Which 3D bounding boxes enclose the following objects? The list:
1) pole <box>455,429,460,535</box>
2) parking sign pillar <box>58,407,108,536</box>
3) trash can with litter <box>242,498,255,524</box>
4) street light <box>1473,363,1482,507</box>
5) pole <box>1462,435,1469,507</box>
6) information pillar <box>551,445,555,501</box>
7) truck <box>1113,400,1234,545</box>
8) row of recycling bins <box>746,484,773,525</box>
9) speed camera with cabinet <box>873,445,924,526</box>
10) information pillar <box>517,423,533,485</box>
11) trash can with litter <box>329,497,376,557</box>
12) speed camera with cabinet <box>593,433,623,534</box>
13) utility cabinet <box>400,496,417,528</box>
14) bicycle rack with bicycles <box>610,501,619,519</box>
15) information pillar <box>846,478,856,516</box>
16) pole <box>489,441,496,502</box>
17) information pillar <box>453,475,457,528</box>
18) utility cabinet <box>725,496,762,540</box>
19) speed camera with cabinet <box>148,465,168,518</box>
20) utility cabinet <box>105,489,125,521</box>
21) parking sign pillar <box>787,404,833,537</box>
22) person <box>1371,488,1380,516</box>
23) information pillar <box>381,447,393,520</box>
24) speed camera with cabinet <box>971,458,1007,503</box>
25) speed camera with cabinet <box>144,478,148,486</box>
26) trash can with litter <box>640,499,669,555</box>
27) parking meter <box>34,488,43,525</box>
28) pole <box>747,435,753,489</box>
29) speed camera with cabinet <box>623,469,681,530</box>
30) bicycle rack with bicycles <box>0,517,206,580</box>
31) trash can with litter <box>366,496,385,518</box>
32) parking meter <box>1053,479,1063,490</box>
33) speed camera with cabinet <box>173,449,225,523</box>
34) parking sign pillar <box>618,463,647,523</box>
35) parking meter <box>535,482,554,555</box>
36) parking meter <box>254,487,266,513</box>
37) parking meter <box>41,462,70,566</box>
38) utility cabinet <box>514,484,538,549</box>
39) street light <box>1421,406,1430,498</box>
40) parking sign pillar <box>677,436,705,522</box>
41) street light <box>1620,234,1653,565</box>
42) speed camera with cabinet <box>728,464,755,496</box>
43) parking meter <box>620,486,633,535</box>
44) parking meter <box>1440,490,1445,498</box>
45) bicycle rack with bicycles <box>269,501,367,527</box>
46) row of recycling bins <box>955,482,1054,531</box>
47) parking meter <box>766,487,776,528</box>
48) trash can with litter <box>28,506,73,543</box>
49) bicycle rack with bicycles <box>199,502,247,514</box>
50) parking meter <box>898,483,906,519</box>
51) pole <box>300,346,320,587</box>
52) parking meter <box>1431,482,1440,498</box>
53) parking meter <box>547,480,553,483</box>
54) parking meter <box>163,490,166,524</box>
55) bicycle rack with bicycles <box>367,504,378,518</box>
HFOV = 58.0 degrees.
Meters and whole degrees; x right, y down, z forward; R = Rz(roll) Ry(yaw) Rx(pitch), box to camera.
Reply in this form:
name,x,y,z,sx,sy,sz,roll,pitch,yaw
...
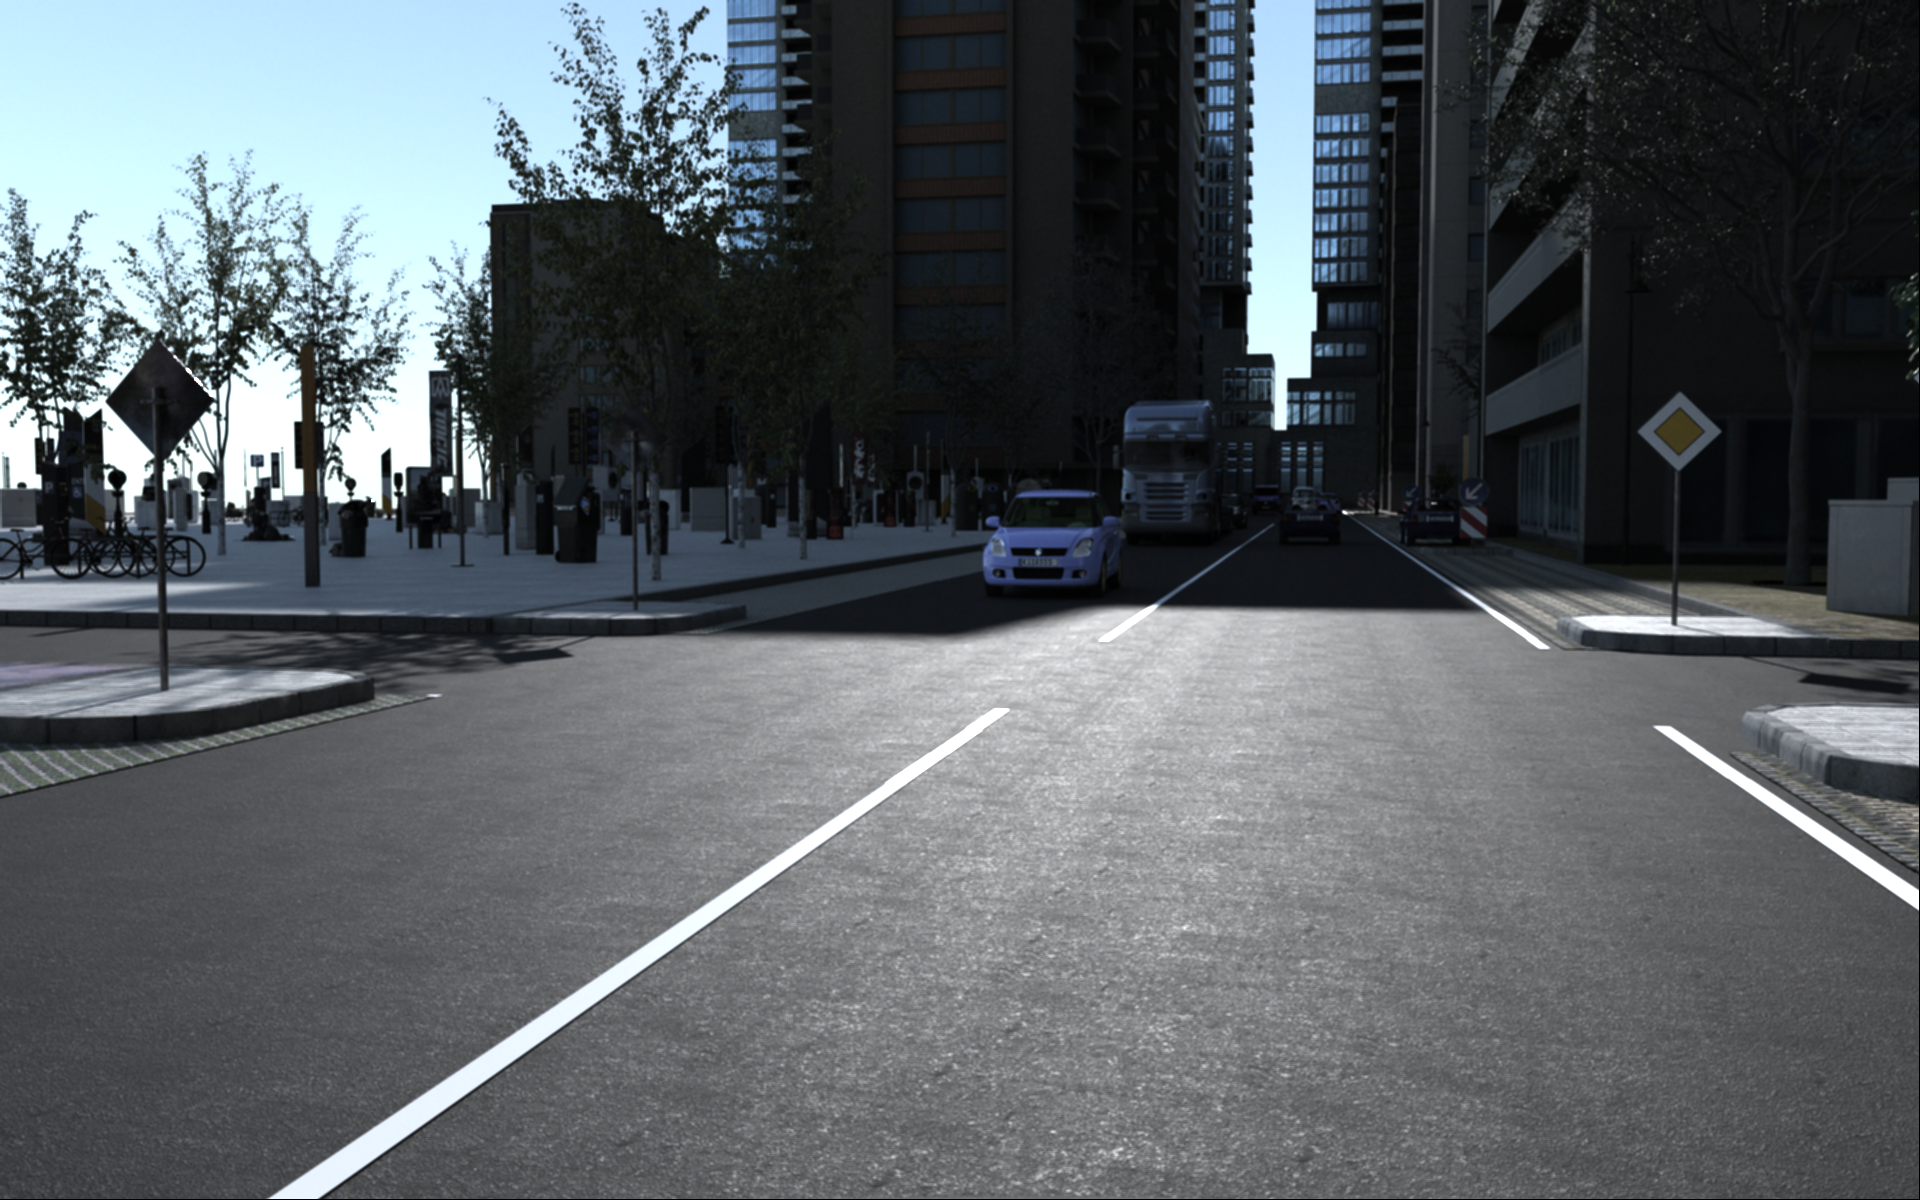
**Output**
name,x,y,z,sx,sy,sz,roll,pitch,yaw
pole,-15.774,-3.712,54.540,0.158,3.312,0.155,0,3,0
parking sign pillar,-26.973,-3.956,53.159,1.447,3.967,1.447,1,4,13
trash can with litter,-30.566,-3.872,74.696,1.055,1.170,0.624,2,4,31
street light,18.087,-5.356,60.358,0.468,5.910,1.993,1,4,12
pole,17.466,-4.036,59.840,0.158,3.312,0.155,0,3,0
information pillar,-19.204,-5.531,81.783,0.183,3.616,0.504,0,4,-2
truck,7.252,-4.028,55.620,2.967,4.110,18.799,1,4,11
row of recycling bins,-8.600,-4.125,74.549,1.069,1.692,3.534,-1,4,-14
speed camera with cabinet,-2.479,-4.627,69.984,2.038,3.252,0.660,0,4,1
information pillar,-14.242,-4.002,56.781,0.504,3.616,0.183,-2,4,-24
trash can with litter,-12.555,-1.467,35.372,1.055,1.170,0.624,3,5,41
speed camera with cabinet,-11.638,-3.728,55.296,0.660,3.252,2.038,1,4,16
utility cabinet,-21.020,-3.359,66.084,0.306,1.237,1.020,1,4,10
bicycle rack with bicycles,-17.555,-4.389,85.139,2.852,0.926,2.925,-1,4,-17
information pillar,-4.968,-4.556,78.985,0.304,2.012,0.304,-3,5,-43
pole,-18.075,-4.473,66.973,0.158,3.312,0.155,0,3,0
information pillar,-19.174,-3.774,66.194,0.304,2.012,0.304,-3,4,-38
utility cabinet,-6.087,-2.310,48.932,0.306,1.237,1.020,3,5,45
speed camera with cabinet,-42.920,-6.108,94.195,2.038,3.252,0.660,1,4,15
utility cabinet,-40.154,-4.479,81.909,1.173,1.500,0.318,0,4,-2
parking sign pillar,-4.510,-3.902,52.263,1.447,3.967,1.447,1,4,13
person,27.516,-6.483,114.515,0.705,1.823,1.348,0,4,-8
information pillar,-28.464,-5.790,86.015,0.504,3.616,0.183,-3,4,-37
speed camera with cabinet,1.637,-6.134,94.630,2.038,3.252,0.660,1,4,14
speed camera with cabinet,-44.216,-6.225,96.115,0.660,3.252,2.038,2,4,28
trash can with litter,-6.496,-1.553,36.785,0.624,1.170,1.055,-1,4,-12
parking meter,-37.948,-3.845,71.273,0.372,1.533,0.369,0,3,0
pole,-7.310,-4.067,60.333,0.158,3.312,0.155,0,3,0
speed camera with cabinet,-11.129,-4.163,62.406,2.038,3.252,0.660,0,4,4
bicycle rack with bicycles,-13.187,-0.832,26.980,2.925,0.926,2.852,0,4,1
trash can with litter,-31.441,-4.995,93.059,1.055,1.170,0.624,0,4,2
parking meter,3.724,-3.676,65.820,0.255,1.863,0.399,2,4,25
speed camera with cabinet,-33.522,-5.011,76.267,2.038,3.252,0.660,-1,4,-14
parking sign pillar,-14.464,-5.405,76.844,1.447,3.967,1.447,2,4,29
parking meter,-8.826,-1.736,36.795,0.372,1.533,0.369,0,3,0
parking meter,-34.885,-4.761,86.249,0.372,1.533,0.369,0,3,0
parking meter,-16.255,-1.555,31.138,0.399,1.863,0.255,1,4,15
utility cabinet,-10.086,-1.946,40.501,0.318,1.500,1.173,0,4,4
street light,24.080,-7.151,89.703,0.468,5.910,1.993,1,4,12
parking sign pillar,-12.355,-5.570,79.545,1.447,3.967,1.447,-3,5,-43
street light,11.985,-3.563,31.035,0.468,5.910,1.993,1,4,12
speed camera with cabinet,-7.427,-3.938,58.730,0.660,3.252,2.038,-1,4,-19
parking meter,-10.365,-2.777,53.818,0.372,1.533,0.369,0,3,0
parking meter,24.158,-4.805,86.968,0.372,1.533,0.369,0,3,0
bicycle rack with bicycles,-25.321,-3.305,67.412,2.852,0.926,2.925,1,4,16
row of recycling bins,1.564,-3.290,60.911,3.534,1.692,1.069,0,4,3
parking meter,-7.239,-3.549,66.431,0.372,1.533,0.369,0,3,0
trash can with litter,-24.149,-2.114,45.948,1.055,1.170,0.624,-3,5,-41
bicycle rack with bicycles,-34.210,-4.103,80.467,2.925,0.926,2.852,0,4,-4
parking meter,-3.004,-5.124,89.489,0.399,1.863,0.255,0,4,5
pole,-8.976,-1.840,23.924,0.158,3.312,0.155,0,3,0
parking meter,23.302,-4.839,84.832,0.255,1.863,0.399,-2,4,-24
parking meter,-17.237,-4.106,72.848,0.255,1.863,0.399,-1,4,-14
parking meter,-33.909,-3.982,73.516,0.372,1.533,0.369,0,3,0
bicycle rack with bicycles,-27.162,-3.763,74.908,2.925,0.926,2.852,0,4,3
